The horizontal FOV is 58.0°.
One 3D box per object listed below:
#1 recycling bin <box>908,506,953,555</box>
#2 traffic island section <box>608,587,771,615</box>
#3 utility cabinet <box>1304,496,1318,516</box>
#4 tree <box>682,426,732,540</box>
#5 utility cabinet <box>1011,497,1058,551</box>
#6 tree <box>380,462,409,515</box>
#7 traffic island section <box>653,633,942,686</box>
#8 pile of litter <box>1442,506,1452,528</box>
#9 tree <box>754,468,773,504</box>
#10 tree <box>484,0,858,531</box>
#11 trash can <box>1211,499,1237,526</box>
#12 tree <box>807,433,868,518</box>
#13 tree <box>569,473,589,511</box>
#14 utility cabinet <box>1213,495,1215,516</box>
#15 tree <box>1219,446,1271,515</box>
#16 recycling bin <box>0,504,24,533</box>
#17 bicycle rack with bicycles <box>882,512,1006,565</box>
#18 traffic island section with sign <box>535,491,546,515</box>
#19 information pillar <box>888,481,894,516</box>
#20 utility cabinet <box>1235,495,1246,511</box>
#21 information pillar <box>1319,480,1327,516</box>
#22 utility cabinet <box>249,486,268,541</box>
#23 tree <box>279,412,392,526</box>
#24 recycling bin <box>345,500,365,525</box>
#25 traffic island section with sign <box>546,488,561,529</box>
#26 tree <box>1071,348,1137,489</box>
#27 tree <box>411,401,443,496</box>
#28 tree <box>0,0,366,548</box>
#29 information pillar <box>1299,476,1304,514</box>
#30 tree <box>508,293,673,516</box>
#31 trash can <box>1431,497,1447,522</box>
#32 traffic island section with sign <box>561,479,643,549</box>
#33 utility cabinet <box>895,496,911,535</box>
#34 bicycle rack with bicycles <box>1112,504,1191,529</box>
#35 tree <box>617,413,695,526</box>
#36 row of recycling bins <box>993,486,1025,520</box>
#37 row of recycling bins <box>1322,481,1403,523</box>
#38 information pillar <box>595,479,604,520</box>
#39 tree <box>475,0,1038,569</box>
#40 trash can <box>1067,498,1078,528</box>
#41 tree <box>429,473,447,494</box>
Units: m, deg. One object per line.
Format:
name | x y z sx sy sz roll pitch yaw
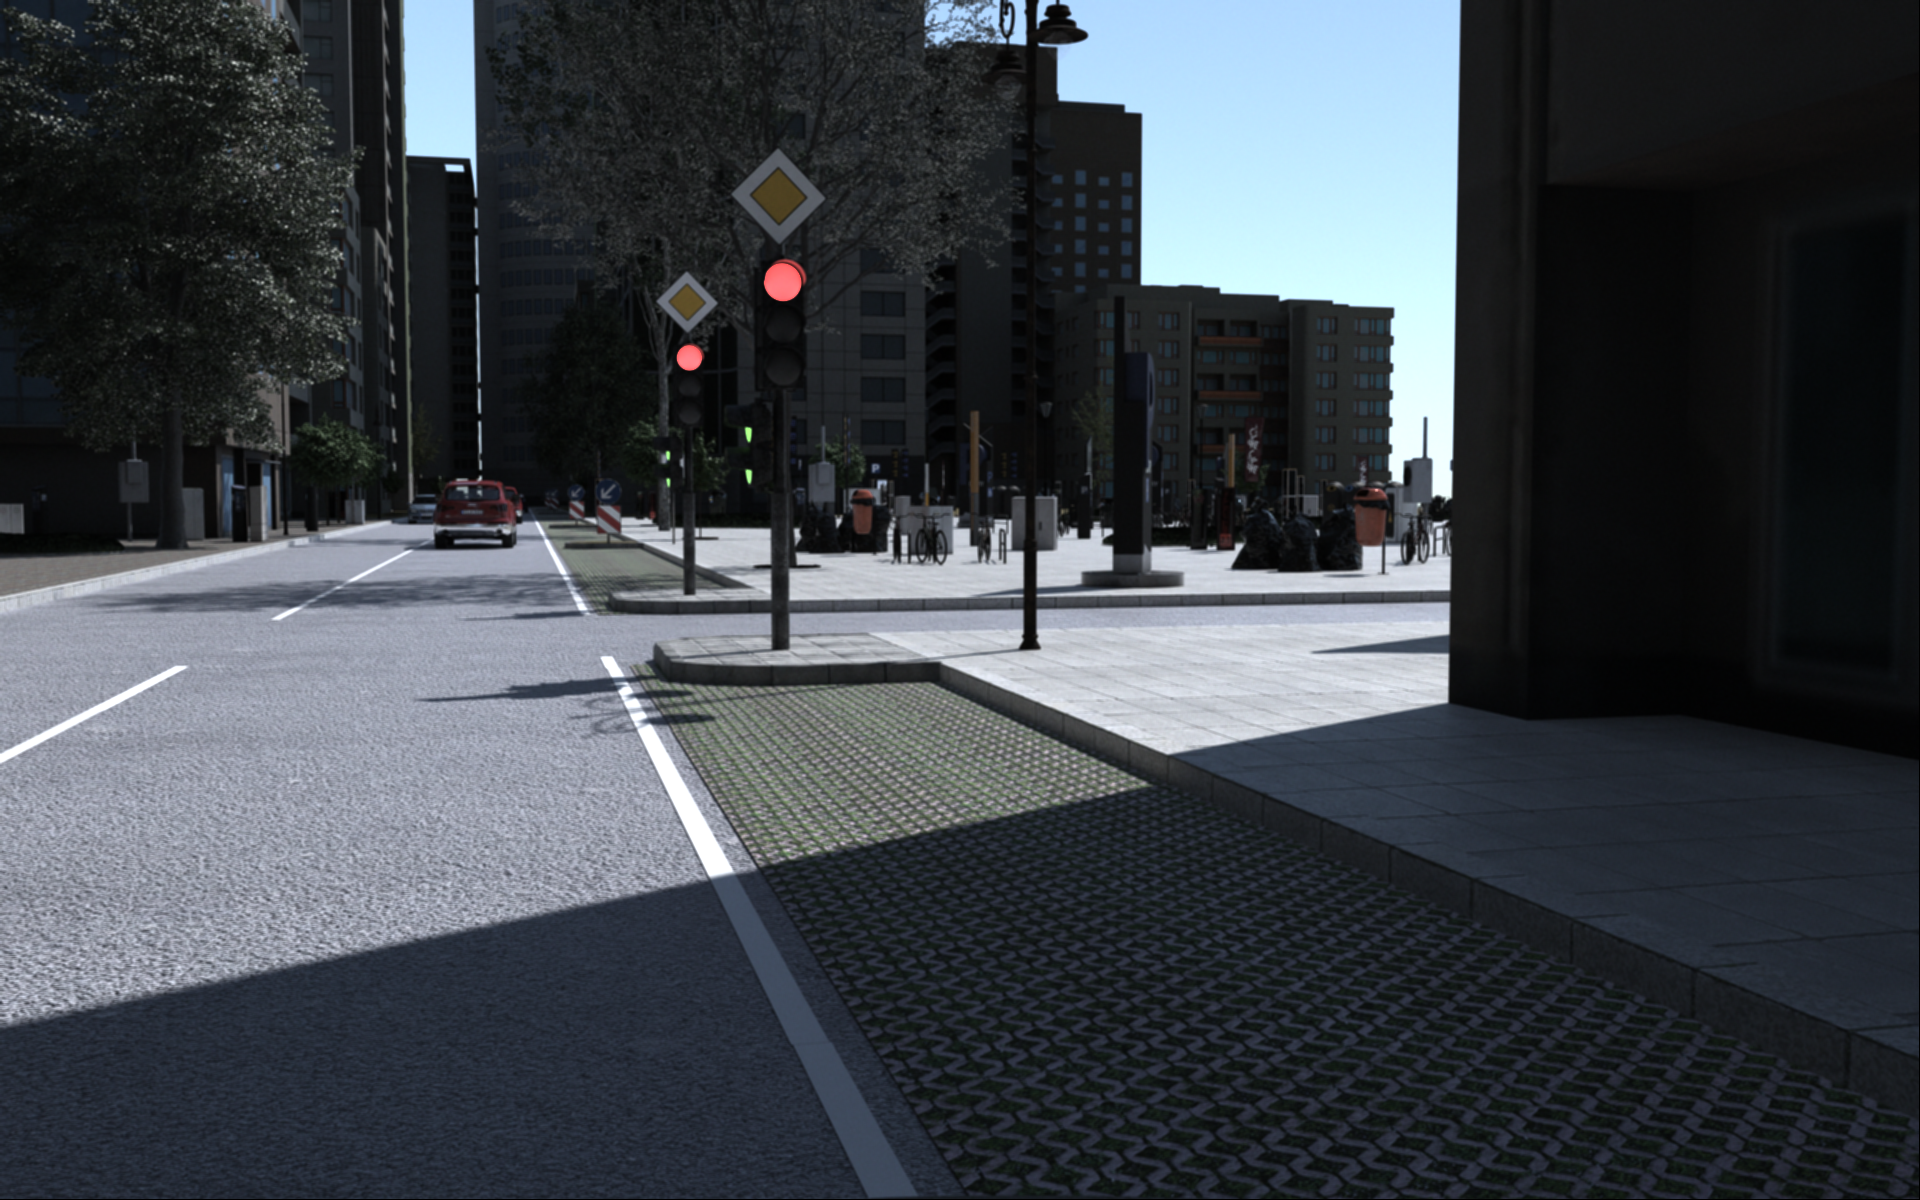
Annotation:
recycling bin | -0.631 -1.490 36.911 0.722 1.027 0.722 -3 5 -44
traffic island section | -3.418 0.014 22.052 2.009 0.180 2.903 -1 4 -14
utility cabinet | 14.505 -3.767 72.744 1.020 1.237 0.306 1 4 18
tree | -7.305 -3.318 48.850 1.663 3.219 1.824 0 3 0
utility cabinet | 1.698 -1.738 39.580 1.020 1.237 0.306 1 4 21
tree | -34.424 -6.741 104.815 1.663 3.219 1.824 0 3 0
traffic island section | -1.459 0.488 14.310 2.009 0.180 2.903 -1 4 -14
pile of litter | 18.811 -3.155 65.553 1.176 0.858 1.719 -1 4 -23
tree | -9.264 -5.403 82.936 1.663 3.219 1.824 0 3 0
tree | -8.843 -12.468 59.742 12.611 20.169 13.585 0 3 0
trash can | 7.710 -2.382 50.604 0.748 1.137 0.748 0 3 0
tree | -6.525 -6.665 92.686 4.285 4.588 4.351 0 3 0
tree | -28.730 -8.316 130.570 1.663 3.219 1.824 0 3 0
utility cabinet | 12.983 -4.722 88.368 1.020 1.237 0.306 0 4 5
tree | 10.123 -4.031 60.503 1.663 3.219 1.824 0 3 0
recycling bin | -24.499 -1.942 44.313 0.722 1.027 0.722 2 4 30
bicycle rack with bicycles | -0.203 -1.177 32.631 2.852 0.926 2.925 0 4 0
traffic island section with sign | -28.526 -6.888 121.253 1.989 1.847 2.006 -1 4 -14
information pillar | -3.909 -5.625 96.468 0.304 2.012 0.304 3 5 40
utility cabinet | 16.222 -5.486 100.862 0.306 1.237 1.020 -2 4 -33
information pillar | 18.750 -5.196 89.441 0.304 2.012 0.304 -1 4 -9
utility cabinet | -18.940 -2.328 46.747 0.318 1.500 1.173 -1 4 -15
tree | -25.328 -5.226 69.154 4.285 4.588 4.351 0 3 0
recycling bin | -25.548 -3.704 73.107 0.722 1.027 0.722 -1 4 -15
traffic island section with sign | -16.155 -3.898 72.362 1.989 1.847 2.006 -1 4 -14
tree | 7.938 -8.386 87.474 4.737 8.622 4.395 0 3 0
tree | -43.471 -11.499 138.364 4.737 8.622 4.395 0 3 0
tree | -18.756 -8.208 40.850 9.857 13.997 8.962 0 3 0
information pillar | 13.671 -4.000 69.898 0.304 2.012 0.304 -2 4 -26
tree | -20.956 -11.164 99.534 9.611 12.733 9.660 0 3 0
trash can | 22.058 -4.174 79.897 0.748 1.137 0.748 0 3 0
traffic island section with sign | -9.461 -2.280 45.901 1.989 1.847 2.006 -1 4 -14
utility cabinet | -1.805 -2.636 54.263 0.306 1.237 1.020 -1 4 -14
bicycle rack with bicycles | 6.778 -3.025 62.845 2.852 0.926 2.925 -2 4 -30
tree | -12.250 -5.286 70.134 4.285 4.588 4.351 0 3 0
row of recycling bins | 2.430 -4.938 87.846 1.069 1.692 3.534 -3 5 -43
row of recycling bins | 13.436 -3.085 57.548 1.069 1.692 3.534 -2 4 -33
information pillar | -17.875 -4.985 85.989 0.304 2.012 0.304 2 4 32
tree | -3.116 -7.306 29.828 12.009 13.543 11.850 0 3 0
trash can | 4.408 -3.296 65.539 0.748 1.137 0.748 0 3 0
tree | -46.890 -9.841 155.496 1.663 3.219 1.824 0 3 0
